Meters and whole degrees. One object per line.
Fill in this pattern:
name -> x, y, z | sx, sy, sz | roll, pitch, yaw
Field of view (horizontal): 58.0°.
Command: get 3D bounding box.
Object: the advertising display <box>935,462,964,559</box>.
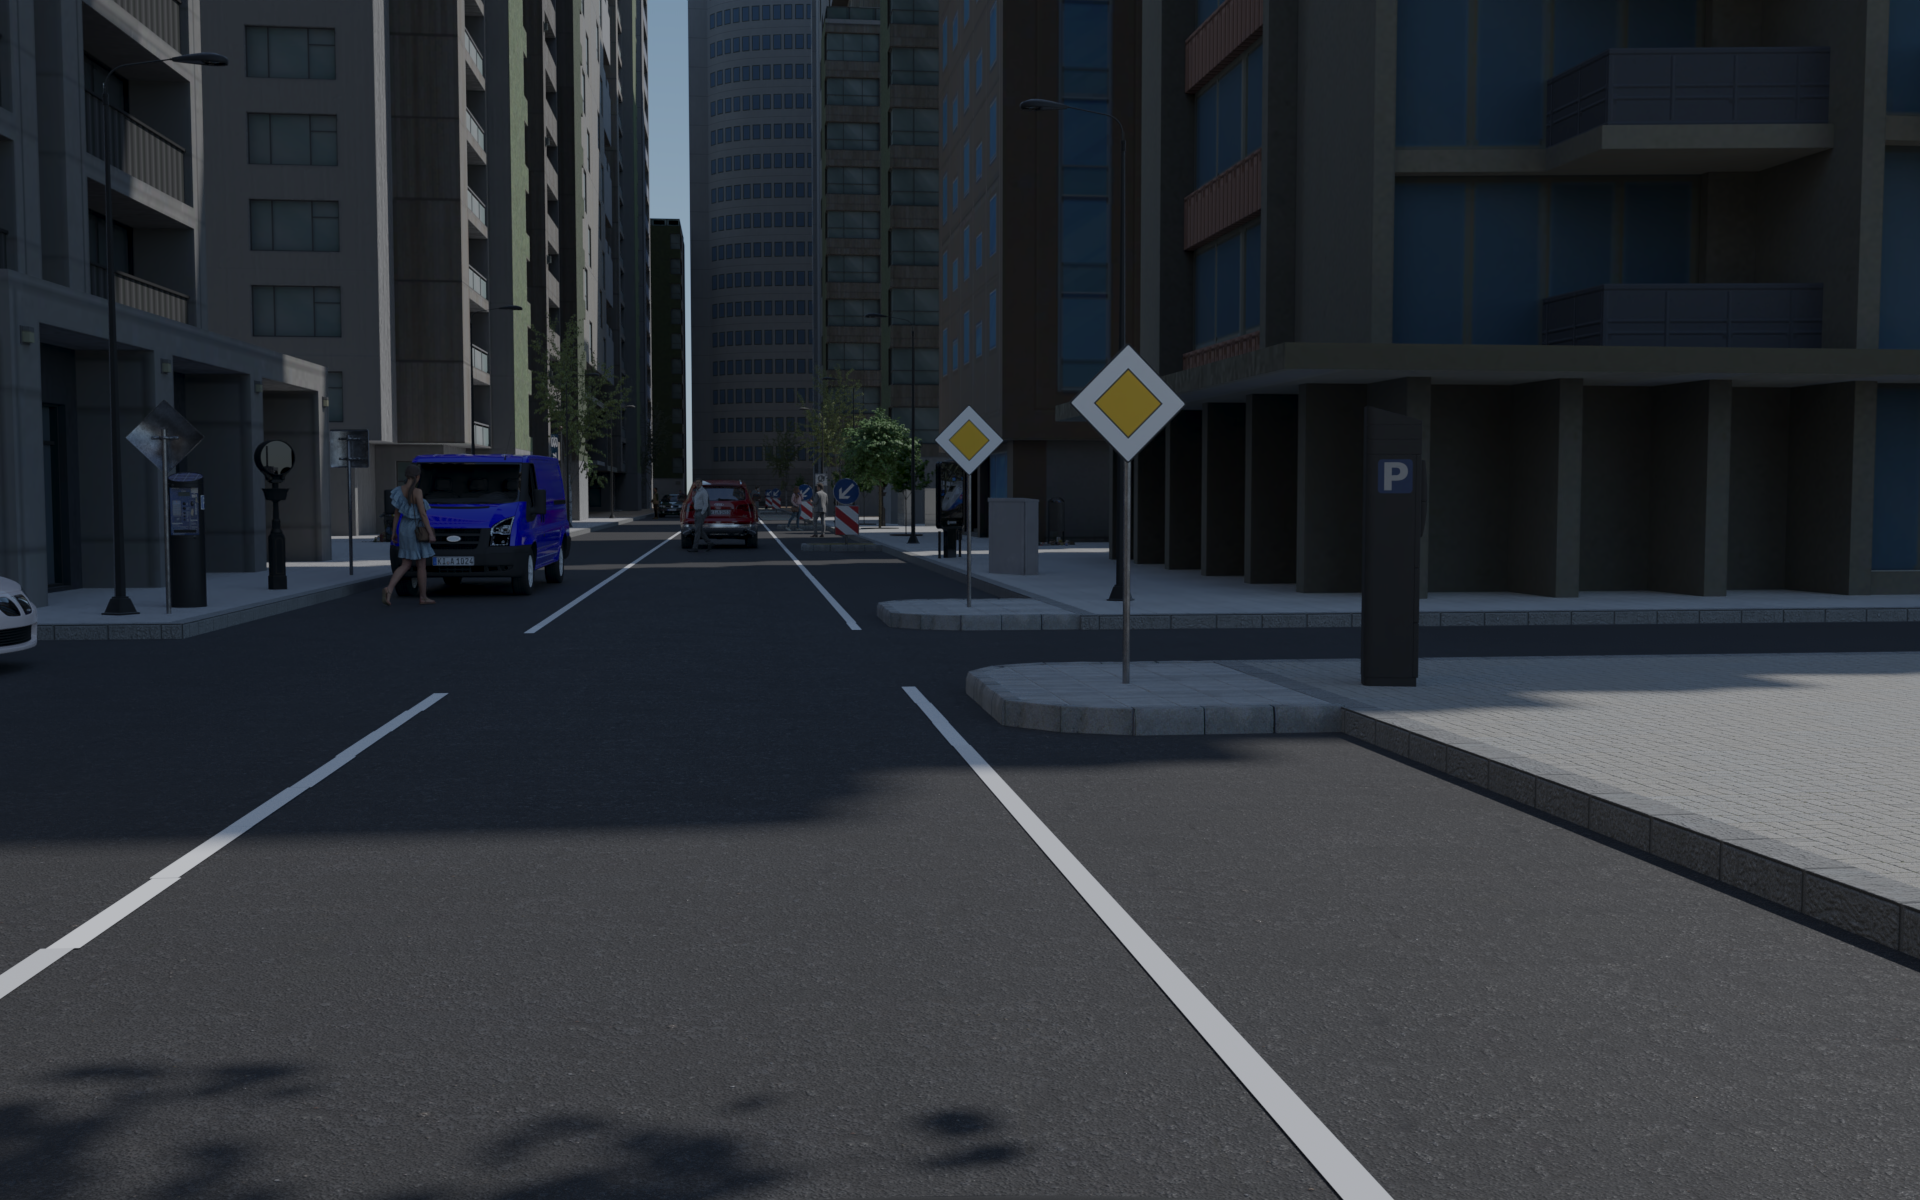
advertising display -> -0.202, -1.810, 34.815 | 0.123, 1.923, 0.974 | 2, 4, 29

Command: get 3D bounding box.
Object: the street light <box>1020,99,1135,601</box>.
street light -> 1.397, -2.940, 20.617 | 1.470, 5.913, 1.316 | 0, 4, -7

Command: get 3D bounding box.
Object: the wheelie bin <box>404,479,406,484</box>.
wheelie bin -> -11.833, -1.815, 37.582 | 0.693, 1.594, 0.980 | 2, 4, 27

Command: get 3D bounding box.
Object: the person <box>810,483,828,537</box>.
person -> -4.727, -2.997, 57.701 | 0.583, 1.804, 0.606 | 2, 4, 34

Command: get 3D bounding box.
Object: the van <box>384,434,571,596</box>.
van -> -7.166, -1.331, 26.144 | 2.240, 2.365, 5.245 | 0, 4, -6

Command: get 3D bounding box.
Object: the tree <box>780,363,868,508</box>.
tree -> -7.078, -8.943, 96.576 | 4.737, 8.622, 4.395 | 0, 3, 0

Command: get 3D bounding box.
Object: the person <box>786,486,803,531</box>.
person -> -6.458, -3.578, 67.586 | 0.643, 1.750, 0.593 | 1, 4, 22

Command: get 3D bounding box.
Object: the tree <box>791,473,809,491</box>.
tree -> -14.561, -9.929, 156.933 | 1.663, 3.219, 1.824 | 0, 3, 0

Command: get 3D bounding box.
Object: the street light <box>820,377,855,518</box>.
street light -> -4.770, -5.898, 68.980 | 1.470, 5.913, 1.316 | 0, 4, -7

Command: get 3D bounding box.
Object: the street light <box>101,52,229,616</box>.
street light -> -8.401, -2.800, 18.328 | 1.470, 5.913, 1.316 | 0, 4, -7

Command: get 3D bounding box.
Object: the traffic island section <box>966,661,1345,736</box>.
traffic island section -> 1.143, 0.645, 11.743 | 2.009, 0.180, 2.903 | 0, 4, -7

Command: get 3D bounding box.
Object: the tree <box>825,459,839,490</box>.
tree -> -5.156, -5.246, 80.367 | 1.663, 3.219, 1.824 | 0, 3, 0

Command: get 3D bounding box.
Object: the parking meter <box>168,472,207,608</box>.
parking meter -> -8.763, -0.687, 19.644 | 0.372, 1.533, 0.369 | 0, 3, 0

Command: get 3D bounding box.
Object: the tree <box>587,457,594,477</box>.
tree -> -21.013, -6.573, 91.186 | 4.285, 4.588, 4.351 | 0, 3, 0

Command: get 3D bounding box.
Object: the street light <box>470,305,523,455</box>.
street light -> -11.457, -4.291, 42.698 | 1.470, 5.913, 1.316 | 0, 4, -7

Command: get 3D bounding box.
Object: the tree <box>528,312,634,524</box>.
tree -> -15.711, -7.333, 70.259 | 4.737, 8.622, 4.395 | 0, 3, 0

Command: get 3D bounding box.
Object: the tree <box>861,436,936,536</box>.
tree -> -1.741, -3.572, 53.005 | 1.663, 3.219, 1.824 | 0, 3, 0

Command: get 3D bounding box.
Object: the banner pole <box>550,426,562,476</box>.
banner pole -> -14.816, -4.510, 63.762 | 0.401, 3.779, 0.863 | 1, 4, 23

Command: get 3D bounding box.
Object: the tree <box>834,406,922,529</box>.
tree -> -3.061, -4.923, 64.213 | 4.285, 4.588, 4.351 | 0, 3, 0

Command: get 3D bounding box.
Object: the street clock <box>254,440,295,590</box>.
street clock -> -9.182, -1.142, 23.248 | 0.471, 2.002, 0.358 | -3, 5, -42

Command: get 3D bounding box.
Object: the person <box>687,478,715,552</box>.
person -> -6.440, -2.098, 42.897 | 0.850, 1.850, 0.679 | -3, 5, -40

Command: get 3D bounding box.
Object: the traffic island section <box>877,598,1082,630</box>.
traffic island section -> 0.122, 0.160, 19.663 | 2.009, 0.180, 2.903 | 0, 4, -7

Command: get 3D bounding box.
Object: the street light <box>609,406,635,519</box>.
street light -> -17.735, -7.236, 90.853 | 1.470, 5.913, 1.316 | 0, 4, -7

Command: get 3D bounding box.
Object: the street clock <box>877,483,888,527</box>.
street clock -> -3.071, -3.907, 68.441 | 0.358, 2.002, 0.471 | 3, 4, 37

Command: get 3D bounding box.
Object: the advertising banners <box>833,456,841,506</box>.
advertising banners -> -5.420, -4.931, 76.812 | 0.090, 3.025, 2.074 | 0, 4, 4

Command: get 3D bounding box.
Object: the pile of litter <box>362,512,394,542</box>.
pile of litter -> -15.140, -1.983, 46.387 | 1.719, 0.858, 1.176 | 1, 4, 23

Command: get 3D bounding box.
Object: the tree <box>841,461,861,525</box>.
tree -> -4.038, -4.755, 72.348 | 1.663, 3.219, 1.824 | 0, 3, 0

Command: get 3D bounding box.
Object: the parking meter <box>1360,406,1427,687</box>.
parking meter -> 2.907, -0.361, 11.606 | 0.399, 1.863, 0.255 | 0, 4, 7

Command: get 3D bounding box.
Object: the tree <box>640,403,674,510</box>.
tree -> -25.043, -11.520, 138.706 | 4.360, 8.622, 3.978 | 0, 3, 0

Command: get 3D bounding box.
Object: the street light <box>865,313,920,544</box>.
street light -> -1.750, -4.412, 44.670 | 1.470, 5.913, 1.316 | 0, 4, -7

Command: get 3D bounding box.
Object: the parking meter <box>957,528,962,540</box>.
parking meter -> -0.124, -2.448, 48.431 | 0.372, 1.533, 0.369 | 0, 3, 0

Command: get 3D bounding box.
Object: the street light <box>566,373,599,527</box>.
street light -> -14.543, -5.751, 66.568 | 1.470, 5.913, 1.316 | 0, 4, -7

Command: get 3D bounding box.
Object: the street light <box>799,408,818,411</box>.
street light -> -7.941, -7.384, 93.272 | 1.470, 5.913, 1.316 | 0, 4, -7

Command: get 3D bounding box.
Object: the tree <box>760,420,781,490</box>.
tree -> -16.641, -13.030, 163.395 | 4.737, 8.622, 4.395 | 0, 3, 0
